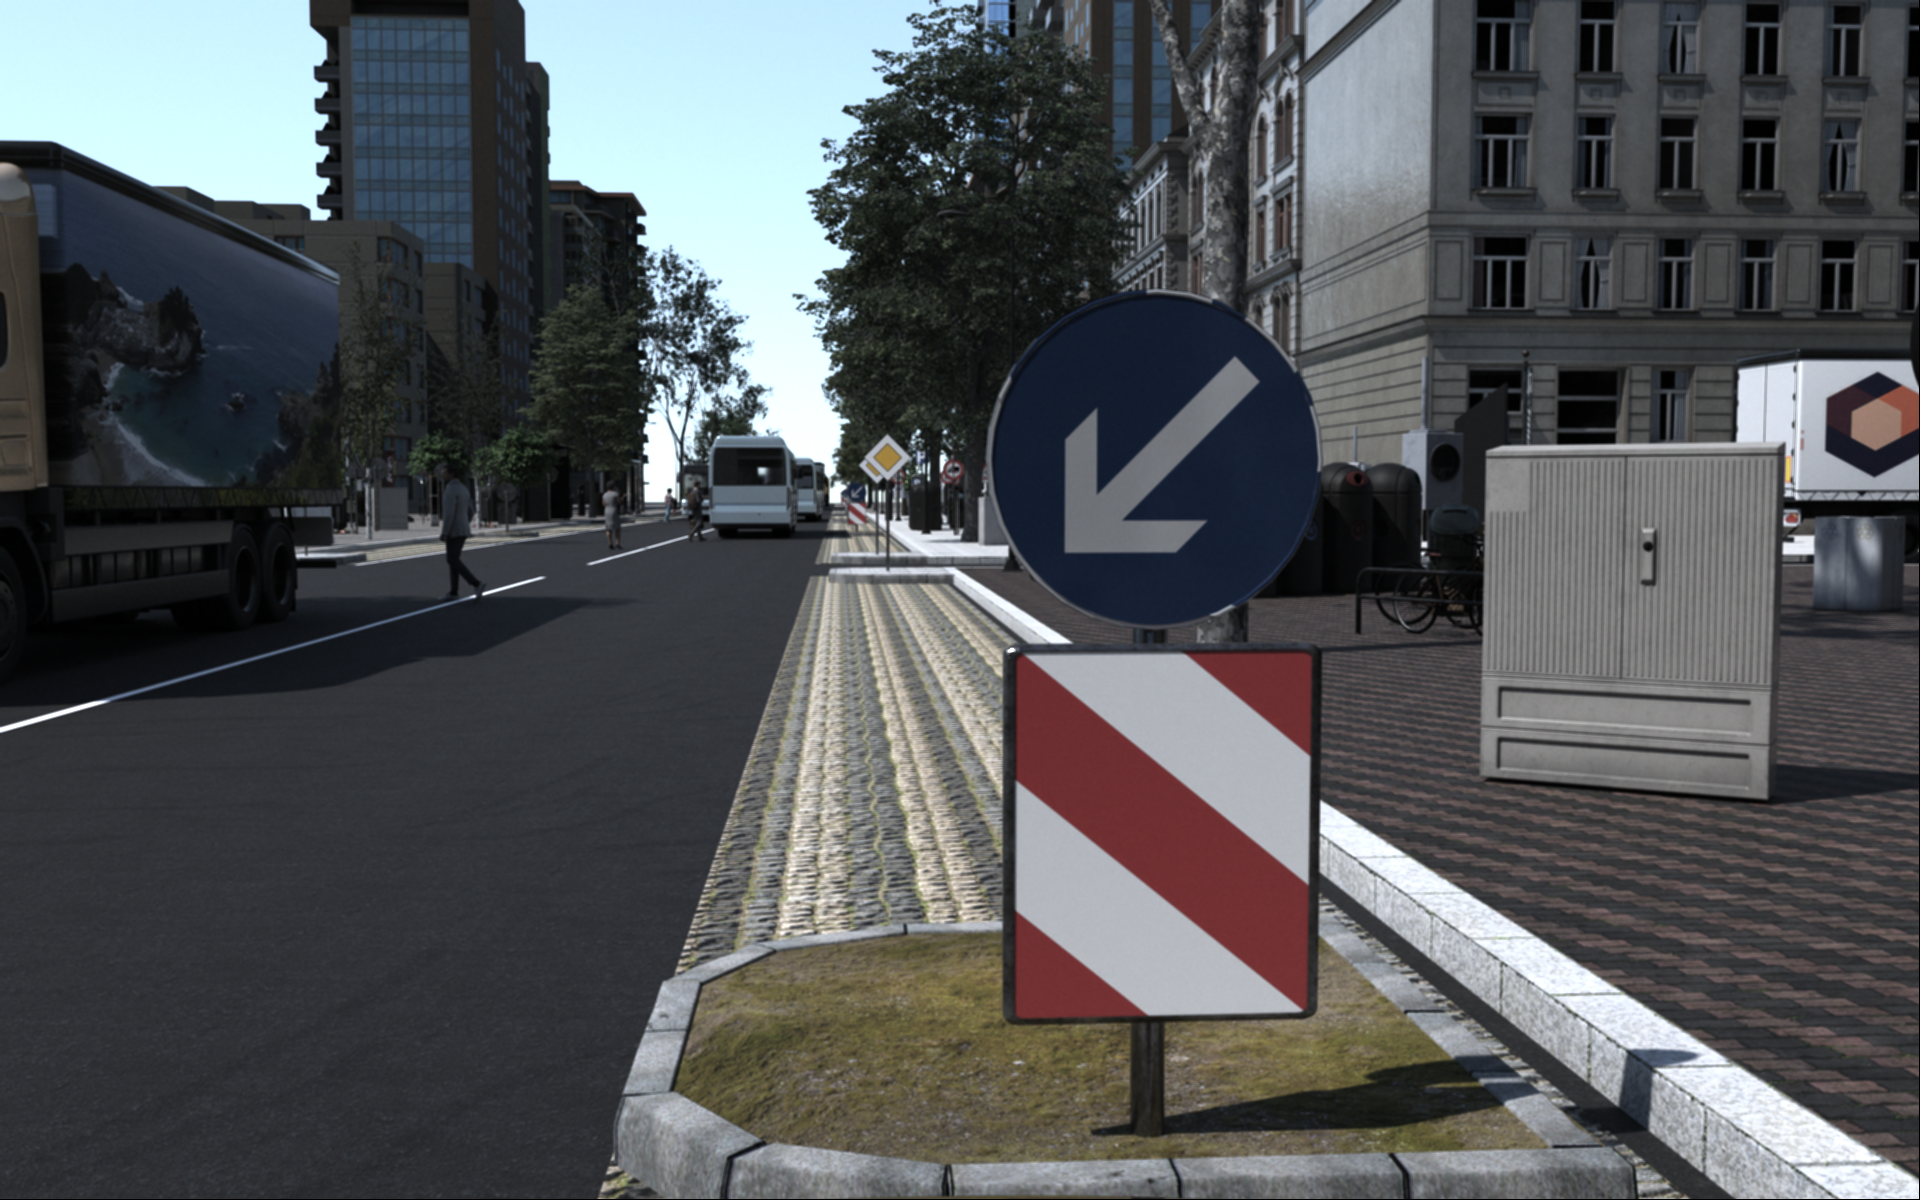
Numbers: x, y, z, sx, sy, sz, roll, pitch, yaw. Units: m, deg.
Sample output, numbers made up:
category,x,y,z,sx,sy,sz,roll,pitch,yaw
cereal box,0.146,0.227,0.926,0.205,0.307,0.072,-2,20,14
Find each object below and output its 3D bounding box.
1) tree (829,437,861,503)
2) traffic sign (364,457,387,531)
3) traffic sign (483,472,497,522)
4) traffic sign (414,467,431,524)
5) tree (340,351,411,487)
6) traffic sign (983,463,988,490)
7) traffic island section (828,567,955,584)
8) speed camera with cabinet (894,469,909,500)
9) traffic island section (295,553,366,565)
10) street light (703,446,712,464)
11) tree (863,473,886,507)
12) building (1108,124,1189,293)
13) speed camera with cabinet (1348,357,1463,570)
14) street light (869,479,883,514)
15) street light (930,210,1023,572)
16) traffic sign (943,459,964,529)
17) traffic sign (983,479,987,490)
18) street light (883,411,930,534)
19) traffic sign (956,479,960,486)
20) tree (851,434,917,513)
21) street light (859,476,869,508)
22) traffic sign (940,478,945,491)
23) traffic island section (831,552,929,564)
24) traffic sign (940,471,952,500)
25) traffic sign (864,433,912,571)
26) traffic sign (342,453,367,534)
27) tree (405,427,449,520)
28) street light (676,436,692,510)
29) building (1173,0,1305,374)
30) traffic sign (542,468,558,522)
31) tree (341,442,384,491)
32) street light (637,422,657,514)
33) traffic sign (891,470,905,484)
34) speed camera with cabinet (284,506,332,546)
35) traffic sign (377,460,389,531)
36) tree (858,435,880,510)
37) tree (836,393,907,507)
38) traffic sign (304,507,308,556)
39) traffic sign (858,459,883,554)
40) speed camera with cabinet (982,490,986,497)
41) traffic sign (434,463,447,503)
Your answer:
category,x,y,z,sx,sy,sz,roll,pitch,yaw
tree,-14.782,-20.597,253.769,9.611,12.733,9.660,0,3,0
traffic sign,-20.048,-3.628,59.426,0.768,2.556,0.104,0,4,-2
traffic sign,-21.566,-4.731,79.482,0.606,2.300,0.079,0,4,-1
traffic sign,-23.146,-4.494,74.660,0.795,2.450,0.064,0,4,3
tree,-30.031,-8.423,88.080,4.737,8.622,4.395,0,3,0
traffic sign,1.029,-3.869,63.268,0.884,2.594,0.081,0,4,-2
traffic island section,-1.179,-0.401,28.836,2.009,0.180,2.903,0,4,-4
speed camera with cabinet,-2.610,-6.074,93.639,2.038,3.252,0.660,3,4,37
traffic island section,-13.599,-0.838,35.979,2.009,0.180,2.903,0,4,-4
street light,-24.182,-11.887,166.889,1.470,5.913,1.316,0,4,-4
tree,-8.310,-11.852,177.486,4.285,4.588,4.351,0,3,0
building,15.300,-16.787,103.339,11.050,23.489,19.941,0,4,-4
speed camera with cabinet,6.163,-1.850,24.583,2.038,3.252,0.660,-2,4,-25
street light,-3.489,-6.738,82.709,1.470,5.913,1.316,0,4,-4
street light,0.325,-3.427,28.576,1.470,5.913,1.316,0,4,-4
traffic sign,-0.233,-3.866,63.314,0.768,2.556,0.104,0,4,3
traffic sign,1.259,-4.938,80.846,0.768,2.556,0.104,0,3,0
street light,-1.626,-5.076,55.532,1.470,5.913,1.316,0,4,-4
traffic sign,-0.399,-6.836,111.866,0.768,2.556,0.104,0,4,-3
tree,-4.491,-10.040,114.517,4.360,8.622,3.978,0,3,0
street light,-5.517,-8.457,110.808,1.470,5.913,1.316,0,4,-4
traffic sign,-1.069,-5.862,97.967,0.606,2.300,0.079,0,4,-1
traffic island section,-1.736,-0.888,36.802,2.009,0.180,2.903,0,4,-4
traffic sign,-0.606,-5.308,86.896,0.768,2.556,0.104,0,4,-3
traffic sign,-1.202,-1.536,28.757,0.795,2.450,0.064,0,4,-4
traffic sign,-19.181,-3.364,55.010,0.884,2.594,0.081,0,4,-1
tree,-25.428,-6.187,84.875,4.285,4.588,4.351,0,3,0
street light,-22.328,-10.224,139.711,1.470,5.913,1.316,0,4,-4
building,19.013,-17.999,81.681,14.401,28.519,23.554,0,4,-4
traffic sign,-18.593,-4.789,78.413,0.768,2.556,0.104,0,4,0
tree,-35.612,-7.258,102.375,4.285,4.588,4.351,0,3,0
street light,-20.300,-8.537,112.122,1.470,5.913,1.316,0,4,-4
traffic sign,-3.178,-5.450,89.206,0.768,2.556,0.104,0,4,3
speed camera with cabinet,-16.516,-2.942,42.436,2.038,3.252,0.660,-3,5,-43
traffic sign,-20.452,-3.715,60.843,0.768,2.556,0.104,0,4,-1
tree,-6.544,-11.696,141.592,4.737,8.622,4.395,0,3,0
tree,-8.529,-15.446,170.664,7.486,12.596,7.792,0,3,0
traffic sign,-13.576,-1.974,35.919,0.795,2.450,0.064,0,4,-4
traffic sign,-1.759,-2.023,36.723,0.795,2.450,0.064,0,4,-4
speed camera with cabinet,1.319,-4.441,66.951,2.038,3.252,0.660,3,4,37
traffic sign,-20.948,-4.289,70.223,0.768,2.556,0.104,0,4,-1
